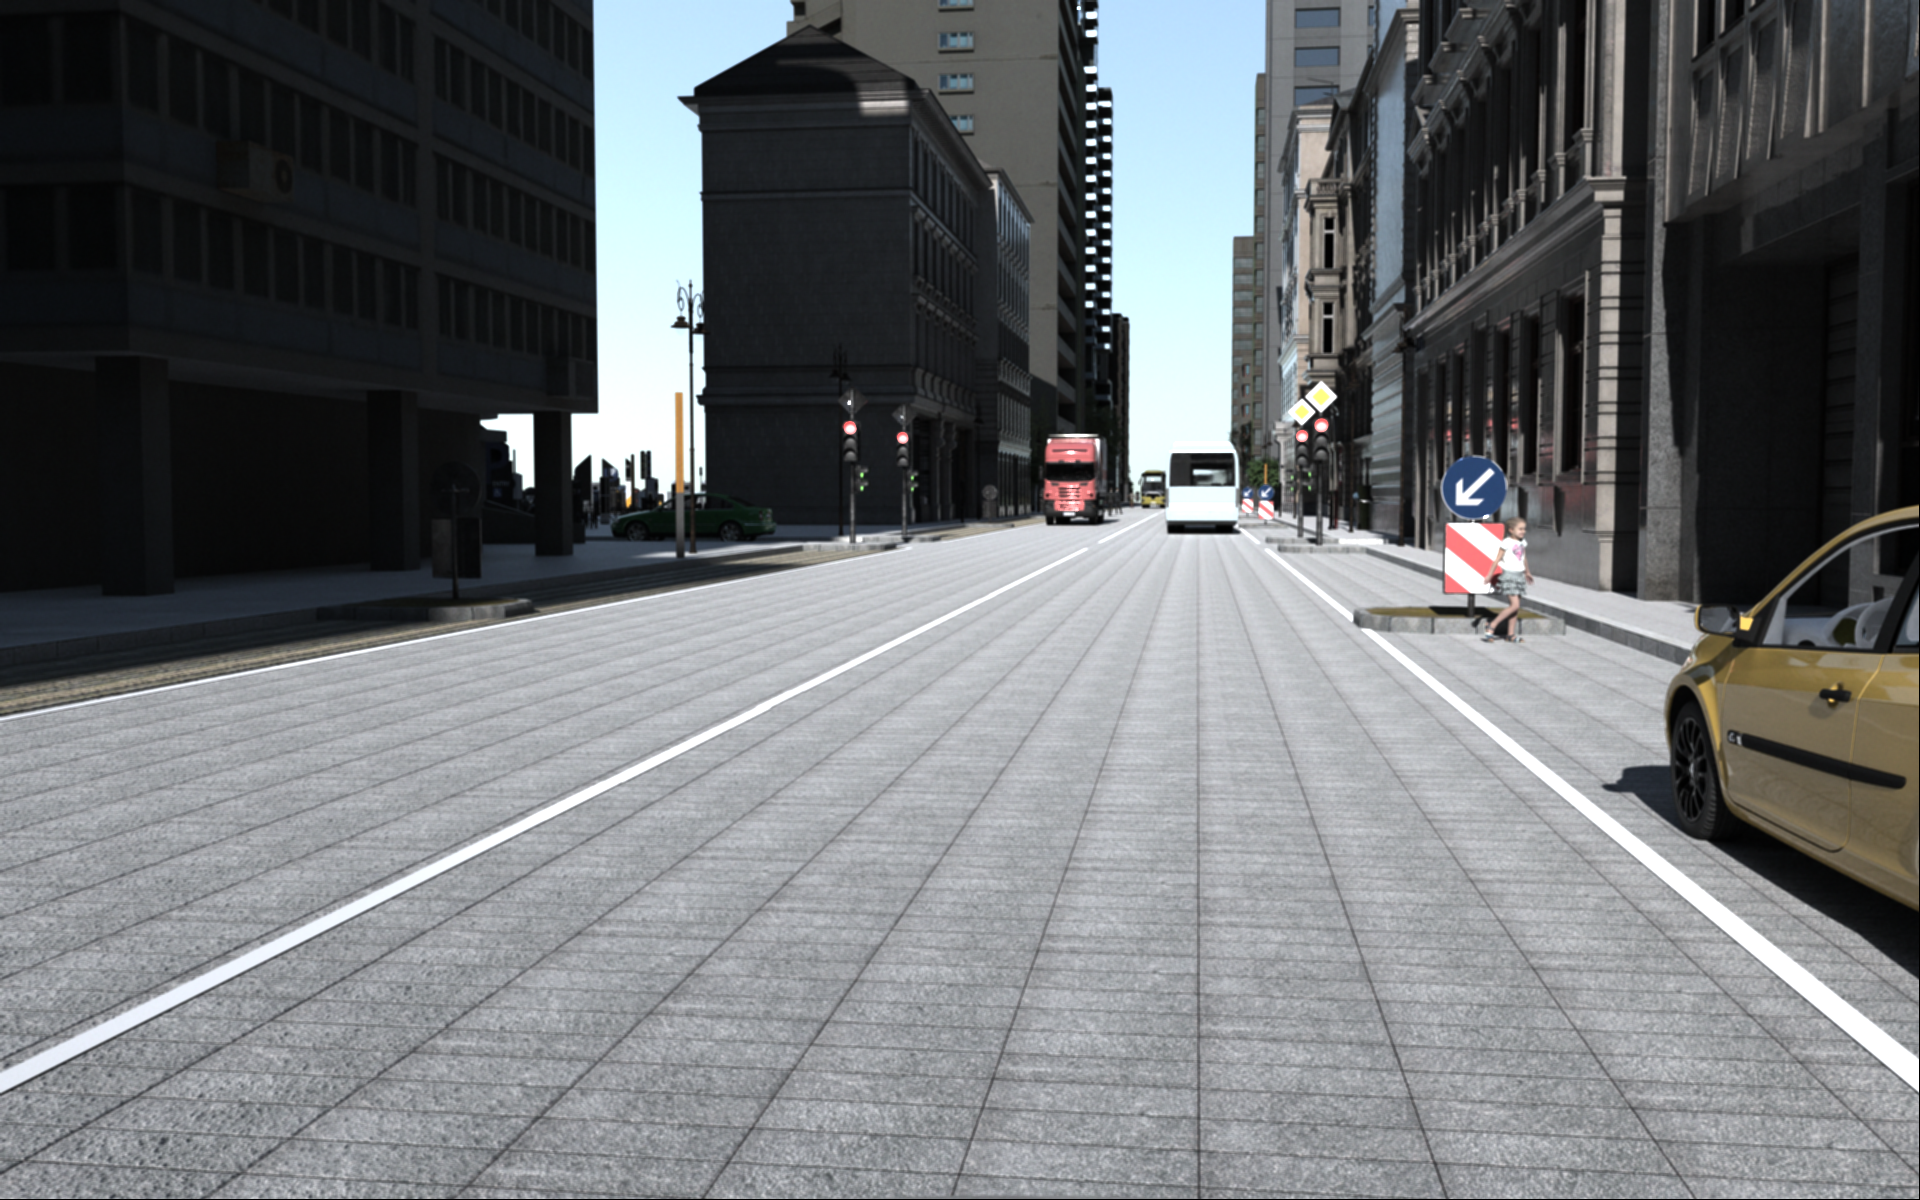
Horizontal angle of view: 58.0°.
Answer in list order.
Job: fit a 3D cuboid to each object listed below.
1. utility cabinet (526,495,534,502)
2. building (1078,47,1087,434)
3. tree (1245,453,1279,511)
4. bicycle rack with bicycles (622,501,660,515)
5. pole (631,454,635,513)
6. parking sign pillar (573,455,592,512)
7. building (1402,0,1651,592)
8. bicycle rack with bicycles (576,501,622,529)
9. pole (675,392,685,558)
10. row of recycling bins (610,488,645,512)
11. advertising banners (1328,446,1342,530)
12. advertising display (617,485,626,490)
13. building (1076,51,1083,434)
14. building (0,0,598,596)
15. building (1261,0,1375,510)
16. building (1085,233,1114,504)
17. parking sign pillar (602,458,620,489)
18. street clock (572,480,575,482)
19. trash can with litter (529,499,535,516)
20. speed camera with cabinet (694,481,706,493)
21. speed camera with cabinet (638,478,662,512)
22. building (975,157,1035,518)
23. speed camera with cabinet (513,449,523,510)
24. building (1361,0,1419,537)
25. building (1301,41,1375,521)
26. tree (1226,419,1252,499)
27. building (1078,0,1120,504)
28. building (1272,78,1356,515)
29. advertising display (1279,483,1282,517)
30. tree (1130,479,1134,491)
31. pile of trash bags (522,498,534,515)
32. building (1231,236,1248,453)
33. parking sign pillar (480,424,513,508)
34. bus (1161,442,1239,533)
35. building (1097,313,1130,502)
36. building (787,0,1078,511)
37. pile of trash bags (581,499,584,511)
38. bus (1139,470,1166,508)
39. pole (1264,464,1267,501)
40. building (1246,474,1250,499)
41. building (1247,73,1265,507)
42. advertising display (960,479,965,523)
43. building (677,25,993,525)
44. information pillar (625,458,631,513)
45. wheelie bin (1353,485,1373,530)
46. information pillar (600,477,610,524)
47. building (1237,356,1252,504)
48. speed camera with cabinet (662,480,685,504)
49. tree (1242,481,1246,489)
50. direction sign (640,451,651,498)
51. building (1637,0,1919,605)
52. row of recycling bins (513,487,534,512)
[{"bbox_3d":[-22.540,-4.941,91.949,0.306,1.237,1.020,3,4,37],"label":"utility cabinet"},{"bbox_3d":[4.982,-31.804,170.108,14.600,45.320,14.200,0,4,8],"label":"building"},{"bbox_3d":[23.887,-9.269,135.262,4.285,4.588,4.351,0,3,0],"label":"tree"},{"bbox_3d":[-16.280,-4.342,84.380,2.925,0.926,2.852,0,4,-8],"label":"bicycle rack with bicycles"},{"bbox_3d":[-16.737,-5.796,88.600,0.158,3.312,0.155,0,3,0],"label":"pole"},{"bbox_3d":[-25.740,-7.927,118.081,1.447,3.967,1.447,2,4,35],"label":"parking sign pillar"},{"bbox_3d":[14.639,-11.921,31.071,11.583,22.565,21.152,0,4,8],"label":"building"},{"bbox_3d":[-14.560,-3.157,65.000,2.852,0.926,2.925,0,4,4],"label":"bicycle rack with bicycles"},{"bbox_3d":[-5.630,-2.503,34.771,0.158,3.312,0.155,0,3,0],"label":"pole"},{"bbox_3d":[-23.318,-7.042,122.250,3.534,1.692,1.069,-3,5,-40],"label":"row of recycling bins"},{"bbox_3d":[13.669,-4.085,62.973,0.090,3.025,2.074,2,4,24],"label":"advertising banners"},{"bbox_3d":[-24.465,-7.393,126.085,0.974,1.923,0.123,0,4,5],"label":"advertising display"},{"bbox_3d":[3.513,-28.905,156.185,14.154,41.232,14.086,0,4,8],"label":"building"},{"bbox_3d":[-20.055,-20.755,31.228,23.993,40.220,32.217,0,4,8],"label":"building"},{"bbox_3d":[36.824,-37.128,149.035,21.231,58.520,28.212,0,4,8],"label":"building"},{"bbox_3d":[3.516,-32.547,224.029,32.217,40.220,23.993,0,4,8],"label":"building"},{"bbox_3d":[-26.355,-8.706,130.820,1.447,3.967,1.447,-3,5,-43],"label":"parking sign pillar"},{"bbox_3d":[-23.949,-6.341,108.242,0.471,2.002,0.358,-1,4,-12],"label":"street clock"},{"bbox_3d":[-14.250,-2.926,59.235,0.624,1.170,1.055,1,4,11],"label":"trash can with litter"},{"bbox_3d":[-17.861,-7.637,119.207,2.038,3.252,0.660,3,5,43],"label":"speed camera with cabinet"},{"bbox_3d":[-17.301,-6.226,96.131,0.660,3.252,2.038,0,4,7],"label":"speed camera with cabinet"},{"bbox_3d":[-1.334,-15.451,101.782,9.793,20.994,18.267,0,4,8],"label":"building"},{"bbox_3d":[-20.404,-5.029,76.564,2.038,3.252,0.660,1,4,13],"label":"speed camera with cabinet"},{"bbox_3d":[22.827,-13.769,54.008,19.941,23.489,11.050,0,4,8],"label":"building"},{"bbox_3d":[24.556,-16.349,86.394,14.460,24.649,34.723,0,4,8],"label":"building"},{"bbox_3d":[34.550,-16.808,209.226,7.601,10.594,8.767,1,4,8],"label":"tree"},{"bbox_3d":[12.205,-57.276,249.129,22.319,86.520,31.000,0,4,8],"label":"building"},{"bbox_3d":[27.980,-20.075,114.136,13.634,28.700,20.117,0,4,8],"label":"building"},{"bbox_3d":[18.002,-5.634,97.333,0.123,1.923,0.974,1,4,12],"label":"advertising display"},{"bbox_3d":[26.745,-18.275,282.505,4.285,4.588,4.351,0,3,0],"label":"tree"},{"bbox_3d":[-21.933,-4.722,86.955,1.912,1.369,3.447,1,4,18],"label":"pile of trash bags"},{"bbox_3d":[50.174,-36.157,274.768,14.154,41.232,14.086,0,4,8],"label":"building"},{"bbox_3d":[-17.429,-4.672,64.853,1.447,3.967,1.447,-3,5,-42],"label":"parking sign pillar"},{"bbox_3d":[9.332,-4.454,67.680,2.948,3.499,13.247,0,4,7],"label":"bus"},{"bbox_3d":[19.350,-30.656,272.930,14.160,30.474,14.107,0,4,8],"label":"building"},{"bbox_3d":[-1.971,-31.501,138.736,21.300,48.544,21.600,0,4,8],"label":"building"},{"bbox_3d":[-22.057,-5.339,97.047,1.912,1.369,3.447,-1,4,-17],"label":"pile of trash bags"},{"bbox_3d":[20.158,-11.496,179.503,2.896,3.916,12.252,0,4,8],"label":"bus"},{"bbox_3d":[20.553,-7.506,116.563,0.158,3.312,0.155,0,3,0],"label":"pole"},{"bbox_3d":[41.972,-45.834,187.643,20.563,71.187,20.611,0,4,8],"label":"building"},{"bbox_3d":[35.996,-29.810,170.982,14.154,41.232,14.086,0,4,8],"label":"building"},{"bbox_3d":[0.101,-4.366,76.597,0.123,1.923,0.974,0,4,-5],"label":"advertising display"},{"bbox_3d":[-6.204,-13.575,72.861,10.553,20.767,40.483,0,4,8],"label":"building"},{"bbox_3d":[-21.337,-7.363,111.747,0.504,3.616,0.183,0,4,1],"label":"information pillar"},{"bbox_3d":[14.481,-3.303,61.908,0.980,1.594,0.693,0,4,-1],"label":"wheelie bin"},{"bbox_3d":[-15.210,-4.261,74.163,0.304,2.012,0.304,1,4,17],"label":"information pillar"},{"bbox_3d":[51.033,-23.510,229.428,27.650,21.520,28.899,0,4,8],"label":"building"},{"bbox_3d":[-19.054,-7.295,113.611,2.038,3.252,0.660,2,4,25],"label":"speed camera with cabinet"},{"bbox_3d":[35.844,-13.475,214.909,1.663,3.219,1.824,0,3,0],"label":"tree"},{"bbox_3d":[-16.455,-6.041,90.770,0.876,3.537,0.379,3,5,44],"label":"direction sign"},{"bbox_3d":[12.866,-11.726,9.741,12.078,24.808,19.932,0,4,8],"label":"building"},{"bbox_3d":[-26.643,-5.843,102.640,3.534,1.692,1.069,-3,4,-39],"label":"row of recycling bins"}]
